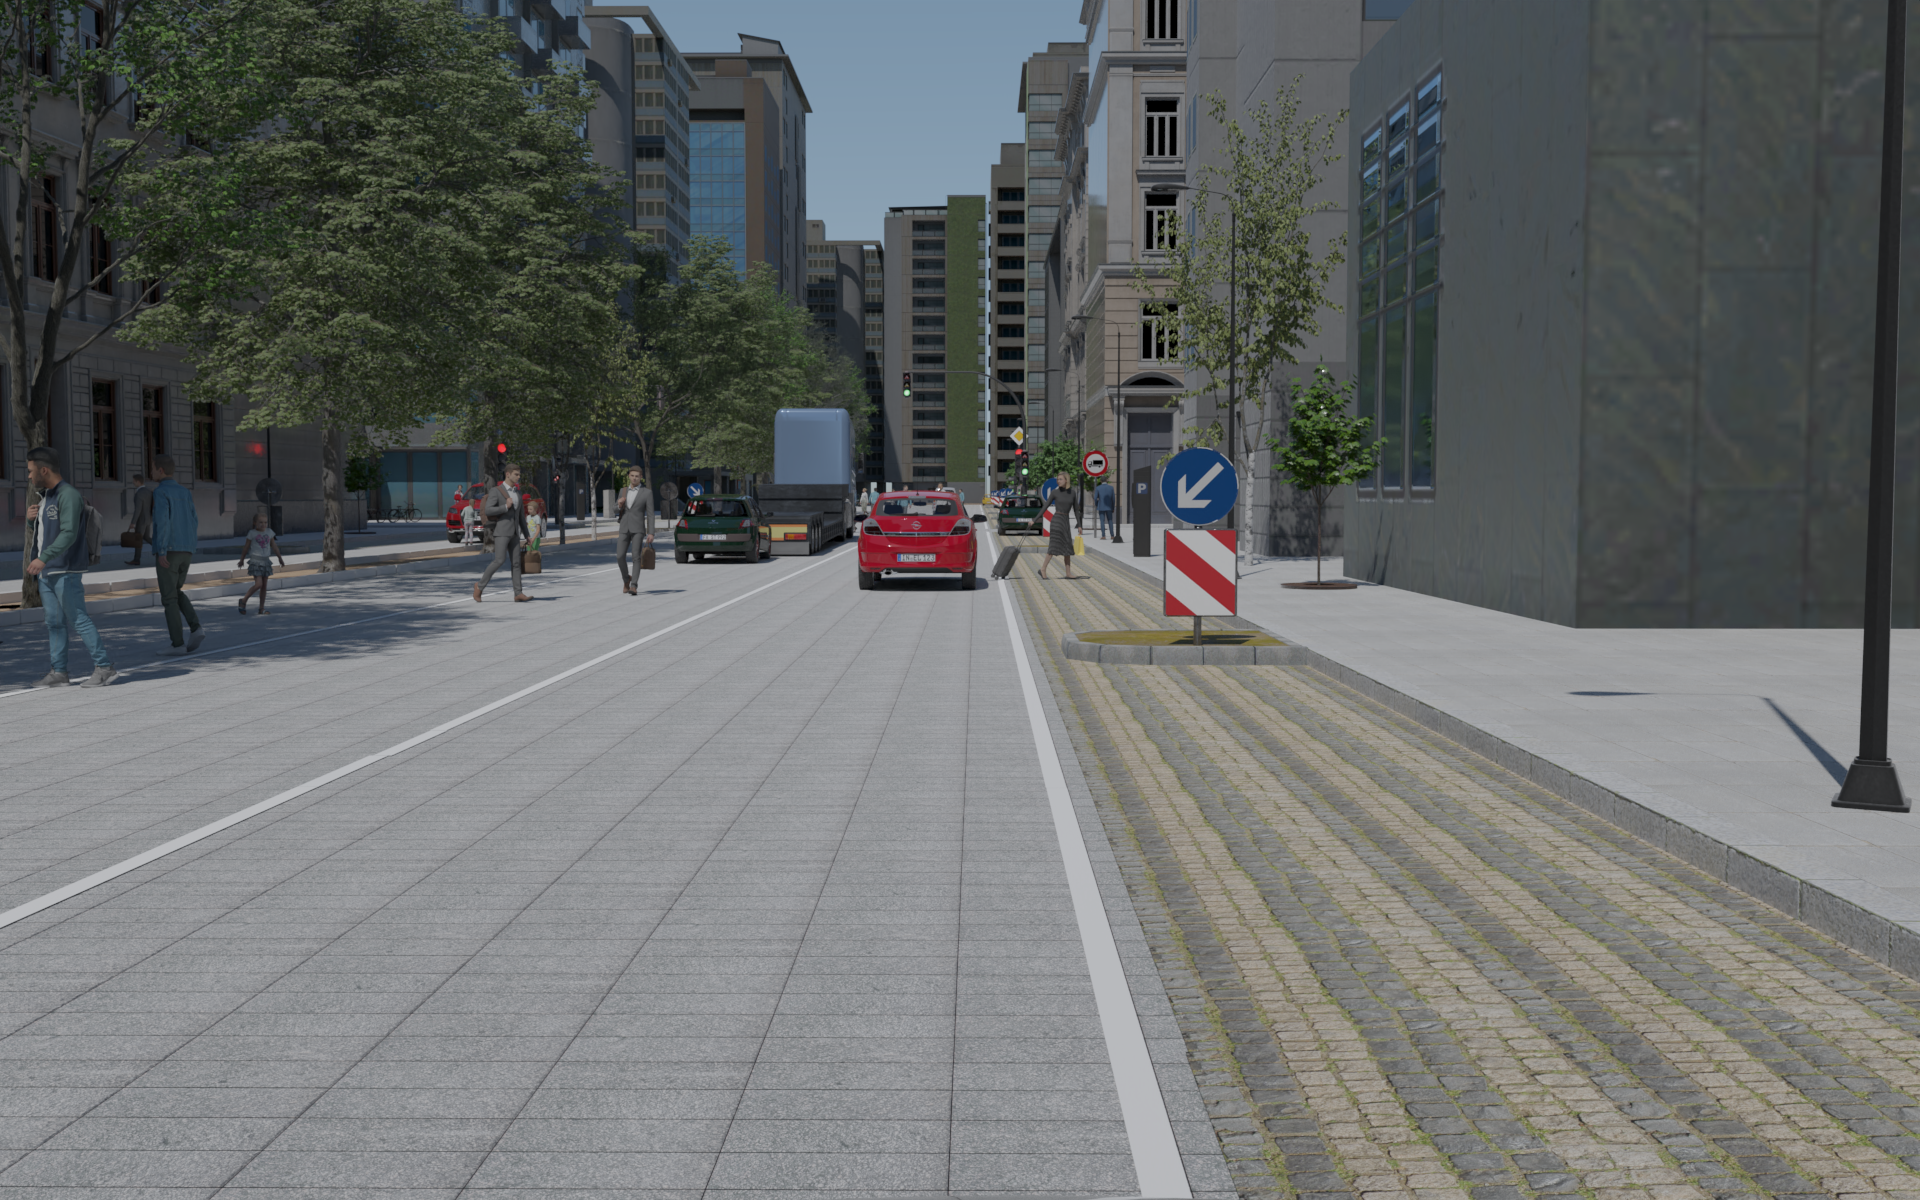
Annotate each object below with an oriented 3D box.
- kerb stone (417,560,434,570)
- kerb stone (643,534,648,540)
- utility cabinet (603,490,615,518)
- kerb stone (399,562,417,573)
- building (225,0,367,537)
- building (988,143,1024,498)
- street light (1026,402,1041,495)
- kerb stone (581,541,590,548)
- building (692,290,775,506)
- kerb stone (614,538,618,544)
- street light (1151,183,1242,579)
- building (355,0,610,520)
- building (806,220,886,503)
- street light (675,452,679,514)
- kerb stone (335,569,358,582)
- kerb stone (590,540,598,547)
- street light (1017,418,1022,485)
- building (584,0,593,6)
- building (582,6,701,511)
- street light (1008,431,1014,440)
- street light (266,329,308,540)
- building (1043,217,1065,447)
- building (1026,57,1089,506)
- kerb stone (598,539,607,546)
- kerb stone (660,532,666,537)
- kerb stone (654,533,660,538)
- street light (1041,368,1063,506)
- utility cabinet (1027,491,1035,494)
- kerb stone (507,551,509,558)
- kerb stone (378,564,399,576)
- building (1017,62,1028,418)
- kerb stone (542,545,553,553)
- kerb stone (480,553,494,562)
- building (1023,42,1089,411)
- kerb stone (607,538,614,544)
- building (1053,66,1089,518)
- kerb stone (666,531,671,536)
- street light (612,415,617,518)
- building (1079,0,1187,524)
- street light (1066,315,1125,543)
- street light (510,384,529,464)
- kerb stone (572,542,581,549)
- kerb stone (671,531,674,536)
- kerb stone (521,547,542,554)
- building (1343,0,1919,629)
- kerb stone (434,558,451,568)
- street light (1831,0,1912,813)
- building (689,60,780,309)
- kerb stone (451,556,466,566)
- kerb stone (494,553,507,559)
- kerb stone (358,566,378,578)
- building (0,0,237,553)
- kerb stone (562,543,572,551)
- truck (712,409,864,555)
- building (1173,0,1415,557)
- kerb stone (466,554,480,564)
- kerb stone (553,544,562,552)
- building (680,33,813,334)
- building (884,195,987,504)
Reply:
[{"bbox_3d":[-10.239,-0.652,32.862,0.120,0.150,1.000,0,4,1],"label":"kerb stone"},{"bbox_3d":[-10.018,-2.030,55.388,0.120,0.150,1.000,0,4,1],"label":"kerb stone"},{"bbox_3d":[-18.510,-5.055,91.334,0.318,1.500,1.173,0,4,4],"label":"utility cabinet"},{"bbox_3d":[-10.247,-0.583,31.834,0.120,0.150,1.000,0,4,1],"label":"kerb stone"},{"bbox_3d":[-33.629,-15.846,56.350,25.104,27.353,12.463,0,4,1],"label":"building"},{"bbox_3d":[14.736,-37.800,241.735,21.600,48.544,21.300,0,4,1],"label":"building"},{"bbox_3d":[4.149,-7.016,87.246,1.470,5.913,1.316,0,4,1],"label":"street light"},{"bbox_3d":[-10.100,-1.467,46.181,0.120,0.150,1.000,0,4,1],"label":"kerb stone"},{"bbox_3d":[-32.505,-19.406,162.327,27.650,21.520,28.899,0,4,1],"label":"building"},{"bbox_3d":[-10.061,-1.714,50.272,0.120,0.150,1.000,0,4,1],"label":"kerb stone"},{"bbox_3d":[3.546,-3.270,26.011,1.470,5.913,1.316,0,4,1],"label":"street light"},{"bbox_3d":[-33.344,-29.148,96.184,23.786,49.044,30.456,0,4,1],"label":"building"},{"bbox_3d":[-22.279,-34.019,248.094,23.993,40.220,32.217,0,4,1],"label":"building"},{"bbox_3d":[-17.808,-8.516,111.785,1.470,5.913,1.316,0,4,1],"label":"street light"},{"bbox_3d":[-10.280,-0.400,28.742,0.120,0.150,1.000,0,4,1],"label":"kerb stone"},{"bbox_3d":[-10.097,-1.523,47.203,0.120,0.150,1.000,0,4,1],"label":"kerb stone"},{"bbox_3d":[4.224,-8.180,106.282,1.470,5.913,1.316,0,4,1],"label":"street light"},{"bbox_3d":[-56.611,-47.311,211.786,20.611,71.187,20.563,0,4,1],"label":"building"},{"bbox_3d":[-34.178,-27.078,134.604,32.217,40.220,23.993,0,4,1],"label":"building"},{"bbox_3d":[4.433,-9.432,126.749,1.470,5.913,1.316,0,4,1],"label":"street light"},{"bbox_3d":[-18.559,-4.604,47.811,1.470,5.913,1.316,0,4,1],"label":"street light"},{"bbox_3d":[13.930,-19.071,130.875,14.314,24.678,30.058,0,4,1],"label":"building"},{"bbox_3d":[13.306,-29.495,165.829,14.154,41.232,14.086,0,4,1],"label":"building"},{"bbox_3d":[-10.081,-1.592,48.228,0.120,0.150,1.000,0,4,1],"label":"kerb stone"},{"bbox_3d":[-9.996,-2.149,57.440,0.120,0.150,1.000,0,4,1],"label":"kerb stone"},{"bbox_3d":[-10.011,-2.091,56.410,0.120,0.150,1.000,0,4,1],"label":"kerb stone"},{"bbox_3d":[3.859,-5.599,64.081,1.470,5.913,1.316,0,4,1],"label":"street light"},{"bbox_3d":[4.558,-6.390,113.162,0.318,1.500,1.173,-1,4,-16],"label":"utility cabinet"},{"bbox_3d":[-10.183,-1.028,39.006,0.120,0.150,1.000,0,4,1],"label":"kerb stone"},{"bbox_3d":[-10.260,-0.526,30.804,0.120,0.150,1.000,0,4,1],"label":"kerb stone"},{"bbox_3d":[21.507,-37.827,207.709,28.713,52.752,27.495,0,4,1],"label":"building"},{"bbox_3d":[-10.145,-1.214,42.081,0.120,0.150,1.000,0,4,1],"label":"kerb stone"},{"bbox_3d":[-10.201,-0.898,36.952,0.120,0.150,1.000,0,4,1],"label":"kerb stone"},{"bbox_3d":[17.974,-34.231,183.370,21.300,48.544,21.600,0,4,1],"label":"building"},{"bbox_3d":[-10.085,-1.655,49.250,0.120,0.150,1.000,0,4,1],"label":"kerb stone"},{"bbox_3d":[12.950,-19.344,103.658,14.401,28.519,23.554,0,4,1],"label":"building"},{"bbox_3d":[-9.988,-2.218,58.468,0.120,0.150,1.000,0,4,1],"label":"kerb stone"},{"bbox_3d":[-18.049,-7.352,92.751,1.470,5.913,1.316,0,4,1],"label":"street light"},{"bbox_3d":[15.823,-17.915,78.812,20.117,28.700,13.634,0,4,1],"label":"building"},{"bbox_3d":[3.582,-4.435,45.047,1.470,5.913,1.316,0,4,1],"label":"street light"},{"bbox_3d":[-18.331,-6.132,72.804,1.470,5.913,1.316,0,4,1],"label":"street light"},{"bbox_3d":[-10.118,-1.404,45.153,0.120,0.150,1.000,0,4,1],"label":"kerb stone"},{"bbox_3d":[-9.974,-2.281,59.494,0.120,0.150,1.000,0,4,1],"label":"kerb stone"},{"bbox_3d":[-10.155,-1.154,41.059,0.120,0.150,1.000,0,4,1],"label":"kerb stone"},{"bbox_3d":[16.969,-42.573,8.747,22.319,86.520,31.000,0,4,1],"label":"building"},{"bbox_3d":[-10.230,-0.714,33.884,0.120,0.150,1.000,0,4,1],"label":"kerb stone"},{"bbox_3d":[3.219,-2.106,6.975,1.470,5.913,1.316,0,4,1],"label":"street light"},{"bbox_3d":[-26.697,-32.608,183.247,14.600,45.320,14.200,0,4,1],"label":"building"},{"bbox_3d":[-10.211,-0.776,34.908,0.120,0.150,1.000,0,4,1],"label":"kerb stone"},{"bbox_3d":[-10.182,-0.962,37.975,0.120,0.150,1.000,0,4,1],"label":"kerb stone"},{"bbox_3d":[-10.277,-0.460,29.778,0.120,0.150,1.000,0,4,1],"label":"kerb stone"},{"bbox_3d":[-25.939,-12.435,39.466,11.583,22.565,21.152,0,4,1],"label":"building"},{"bbox_3d":[-10.125,-1.338,44.132,0.120,0.150,1.000,0,4,1],"label":"kerb stone"},{"bbox_3d":[-4.640,-3.611,48.797,2.967,4.110,18.799,0,3,0],"label":"truck"},{"bbox_3d":[16.951,-30.918,47.511,21.231,58.520,28.212,0,4,1],"label":"building"},{"bbox_3d":[-10.213,-0.837,35.930,0.120,0.150,1.000,0,4,1],"label":"kerb stone"},{"bbox_3d":[-10.143,-1.279,43.110,0.120,0.150,1.000,0,4,1],"label":"kerb stone"},{"bbox_3d":[-32.605,-37.814,207.497,27.495,52.752,28.713,0,4,1],"label":"building"},{"bbox_3d":[-3.331,-33.958,238.806,14.086,41.232,14.154,0,4,1],"label":"building"}]
